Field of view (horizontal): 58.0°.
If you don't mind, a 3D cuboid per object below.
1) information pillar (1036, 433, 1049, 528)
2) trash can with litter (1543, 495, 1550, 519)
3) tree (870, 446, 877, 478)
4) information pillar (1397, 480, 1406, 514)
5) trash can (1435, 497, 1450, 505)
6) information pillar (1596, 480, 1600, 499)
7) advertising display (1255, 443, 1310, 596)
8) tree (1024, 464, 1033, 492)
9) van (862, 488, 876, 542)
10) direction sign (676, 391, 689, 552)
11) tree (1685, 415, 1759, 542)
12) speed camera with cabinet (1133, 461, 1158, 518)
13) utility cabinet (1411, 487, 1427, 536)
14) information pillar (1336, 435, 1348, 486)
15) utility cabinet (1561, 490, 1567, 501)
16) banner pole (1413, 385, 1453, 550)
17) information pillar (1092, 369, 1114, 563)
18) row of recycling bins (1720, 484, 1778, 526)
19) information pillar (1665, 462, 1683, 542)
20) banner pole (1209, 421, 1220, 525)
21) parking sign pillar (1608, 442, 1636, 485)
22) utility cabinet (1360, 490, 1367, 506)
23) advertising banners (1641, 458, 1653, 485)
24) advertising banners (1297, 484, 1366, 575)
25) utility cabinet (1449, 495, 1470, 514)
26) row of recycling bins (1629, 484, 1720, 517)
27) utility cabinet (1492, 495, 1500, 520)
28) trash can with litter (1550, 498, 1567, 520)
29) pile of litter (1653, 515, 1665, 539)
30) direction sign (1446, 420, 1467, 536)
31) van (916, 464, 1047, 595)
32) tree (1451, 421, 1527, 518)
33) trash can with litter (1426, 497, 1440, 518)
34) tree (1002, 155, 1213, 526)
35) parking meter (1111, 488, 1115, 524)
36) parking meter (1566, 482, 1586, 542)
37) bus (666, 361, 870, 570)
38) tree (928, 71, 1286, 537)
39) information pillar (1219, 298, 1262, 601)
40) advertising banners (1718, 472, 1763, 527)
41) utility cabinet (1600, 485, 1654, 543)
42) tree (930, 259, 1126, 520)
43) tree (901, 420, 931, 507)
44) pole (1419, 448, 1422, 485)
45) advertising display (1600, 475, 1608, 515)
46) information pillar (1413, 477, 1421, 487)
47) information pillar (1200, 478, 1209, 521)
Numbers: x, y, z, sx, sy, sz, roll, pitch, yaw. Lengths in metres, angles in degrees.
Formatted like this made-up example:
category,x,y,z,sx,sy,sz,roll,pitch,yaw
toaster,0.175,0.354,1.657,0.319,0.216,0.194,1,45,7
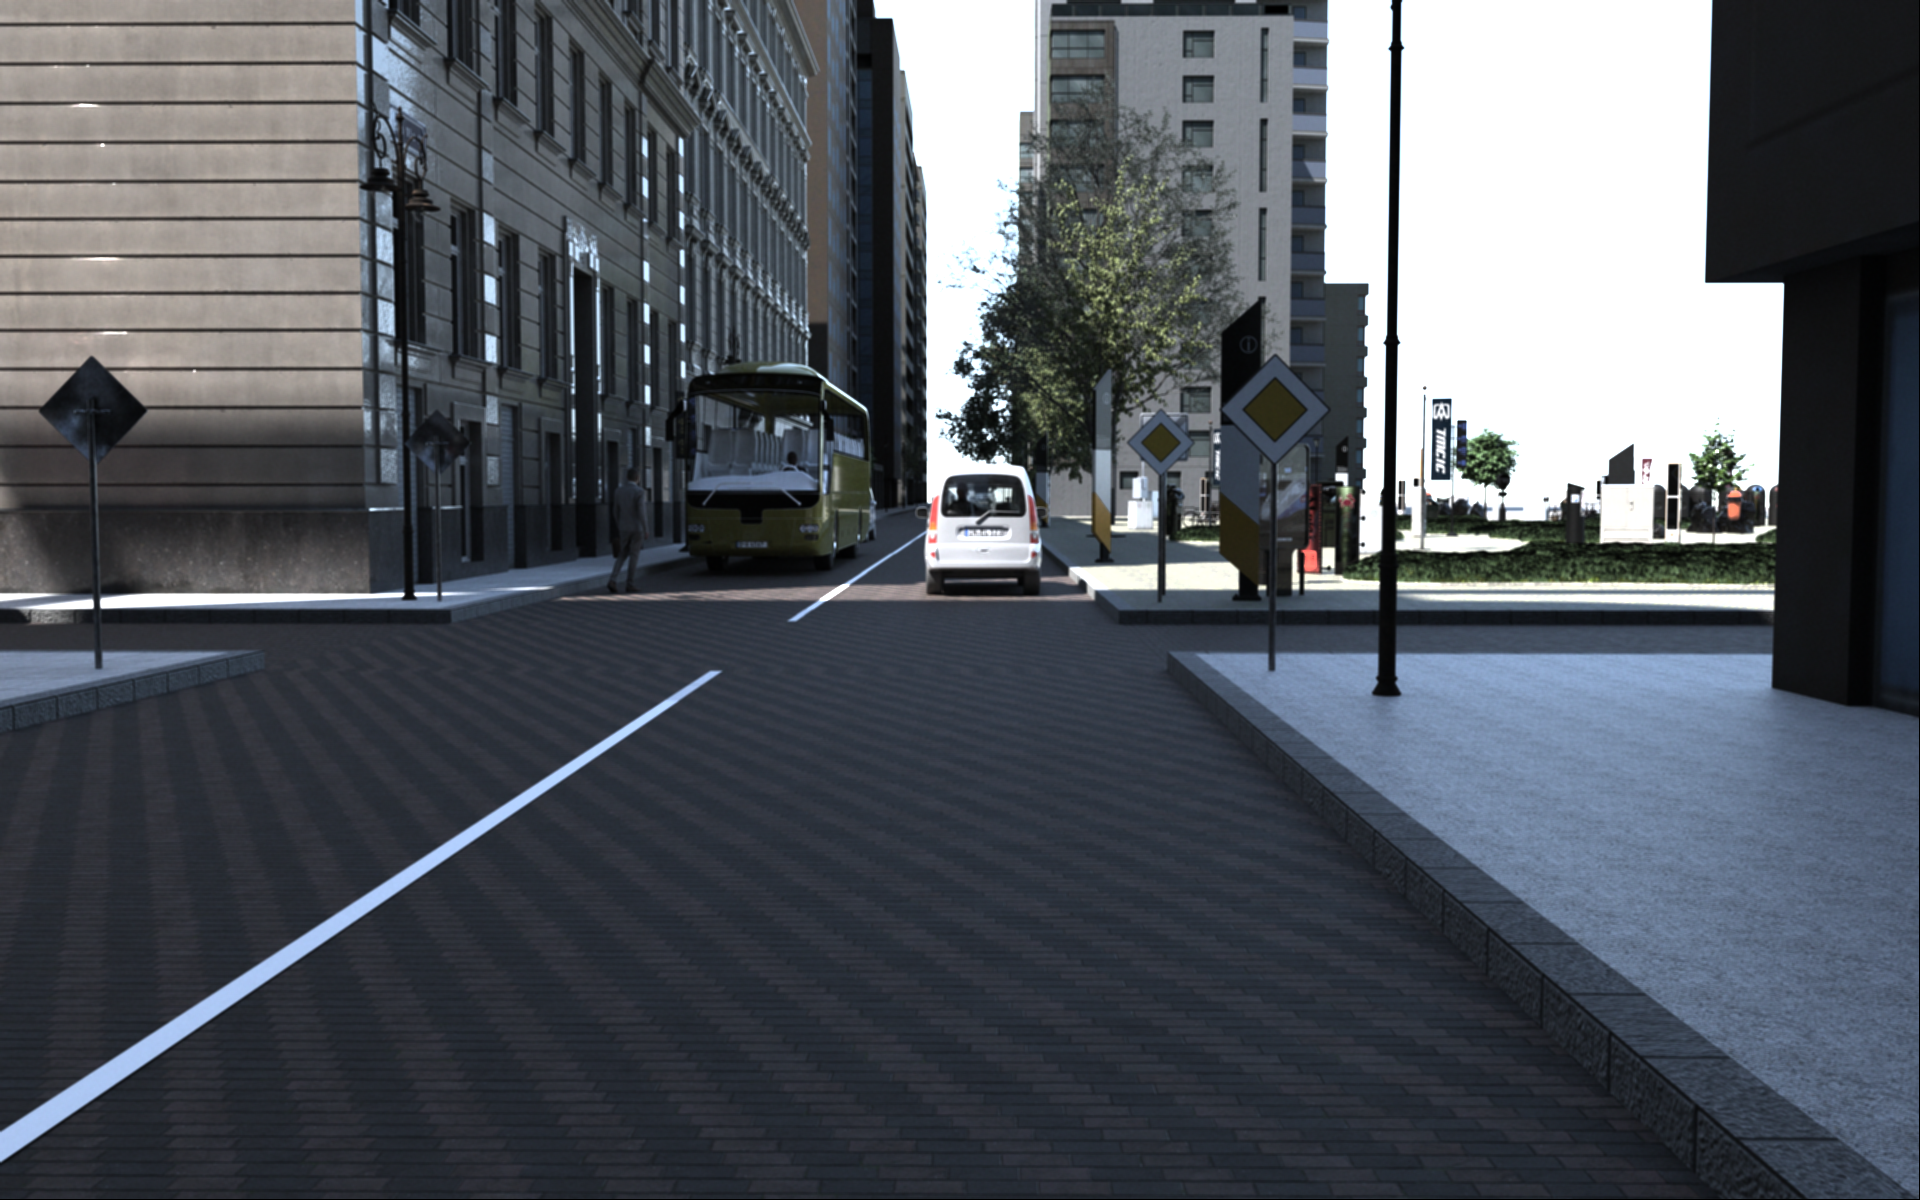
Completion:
category,x,y,z,sx,sy,sz,roll,pitch,yaw
information pillar,3.149,-4.581,66.259,0.504,3.616,0.183,2,4,31
trash can with litter,30.036,-4.731,88.416,1.678,1.210,2.233,-1,4,-13
tree,-6.048,-6.700,93.261,4.285,4.588,4.351,0,3,0
information pillar,22.763,-5.185,89.263,0.304,2.012,0.304,-3,5,-43
trash can,23.467,-4.438,84.208,0.748,1.137,0.748,0,3,0
information pillar,32.981,-5.185,89.261,0.304,2.012,0.304,-2,4,-33
advertising display,4.019,-1.011,21.752,0.974,1.923,0.123,-3,4,-37
tree,3.985,-6.930,107.900,1.663,3.219,1.824,0,3,0
van,-3.521,-2.814,53.028,2.013,2.044,4.112,0,4,2
direction sign,-6.076,-2.843,38.476,0.379,3.537,0.876,1,4,19
tree,18.564,-2.914,42.245,1.663,3.219,1.824,0,3,0
speed camera with cabinet,10.195,-6.122,94.435,0.660,3.252,2.038,3,4,39
utility cabinet,13.837,-2.659,52.147,0.318,1.500,1.173,1,4,22
information pillar,15.169,-4.734,68.758,0.504,3.616,0.183,-1,4,-9
utility cabinet,33.521,-5.273,94.894,0.318,1.500,1.173,-2,4,-29
banner pole,10.871,-3.042,39.750,0.863,3.779,0.401,2,4,26
information pillar,2.662,-2.512,32.424,0.183,3.616,0.504,3,5,43
row of recycling bins,32.745,-3.866,70.320,3.534,1.692,1.069,1,4,14
information pillar,16.602,-2.189,40.290,0.304,2.012,0.304,2,4,31
banner pole,8.646,-4.208,58.824,0.401,3.779,0.863,-2,4,-31
parking sign pillar,34.638,-6.251,90.684,1.447,3.967,1.447,3,4,37
utility cabinet,21.854,-5.215,93.942,0.318,1.500,1.173,0,4,7
advertising banners,32.439,-5.365,83.913,2.074,3.025,0.090,1,4,19
advertising banners,5.653,-1.935,27.825,0.090,3.025,2.074,-3,4,-39
utility cabinet,25.832,-4.799,89.625,1.020,1.237,0.306,3,5,40
row of recycling bins,28.306,-3.803,69.291,3.534,1.692,1.069,0,4,-1
utility cabinet,26.041,-4.460,84.089,0.306,1.237,1.020,1,4,21
trash can with litter,28.694,-4.358,82.633,1.055,1.170,0.624,3,5,43
pile of litter,19.992,-2.220,50.256,1.176,0.858,1.719,-2,4,-31
direction sign,14.984,-3.709,52.640,0.876,3.537,0.379,-1,4,-12
van,0.330,-1.163,26.023,2.013,2.044,4.112,0,3,0
tree,23.578,-5.725,77.315,4.285,4.588,4.351,0,3,0
trash can with litter,19.139,-3.538,69.241,1.055,1.170,0.624,1,4,16
tree,3.402,-5.408,38.777,4.737,8.622,4.395,0,3,0
parking meter,6.369,-3.968,73.291,0.372,1.533,0.369,0,3,0
parking meter,12.995,-1.722,36.567,0.372,1.533,0.369,0,3,0
bus,-3.522,-2.708,35.818,2.896,3.916,12.252,0,4,1
tree,4.243,-8.627,51.418,12.009,13.543,11.850,0,3,0
information pillar,3.383,-1.802,20.825,0.504,3.616,0.183,0,4,8
advertising banners,30.774,-4.400,68.123,2.074,3.025,0.090,-1,4,-20
utility cabinet,15.970,-2.005,41.464,1.173,1.500,0.318,2,4,24
tree,3.696,-10.223,84.158,9.611,12.733,9.660,0,3,0
tree,-5.165,-13.604,172.782,4.360,8.622,3.978,0,3,0
pole,20.580,-5.102,77.257,0.158,3.312,0.155,0,3,0
advertising display,21.803,-3.268,58.653,0.123,1.923,0.974,1,4,13
information pillar,20.148,-4.401,76.449,0.304,2.012,0.304,2,4,25
information pillar,11.478,-4.687,81.124,0.304,2.012,0.304,-3,5,-42
